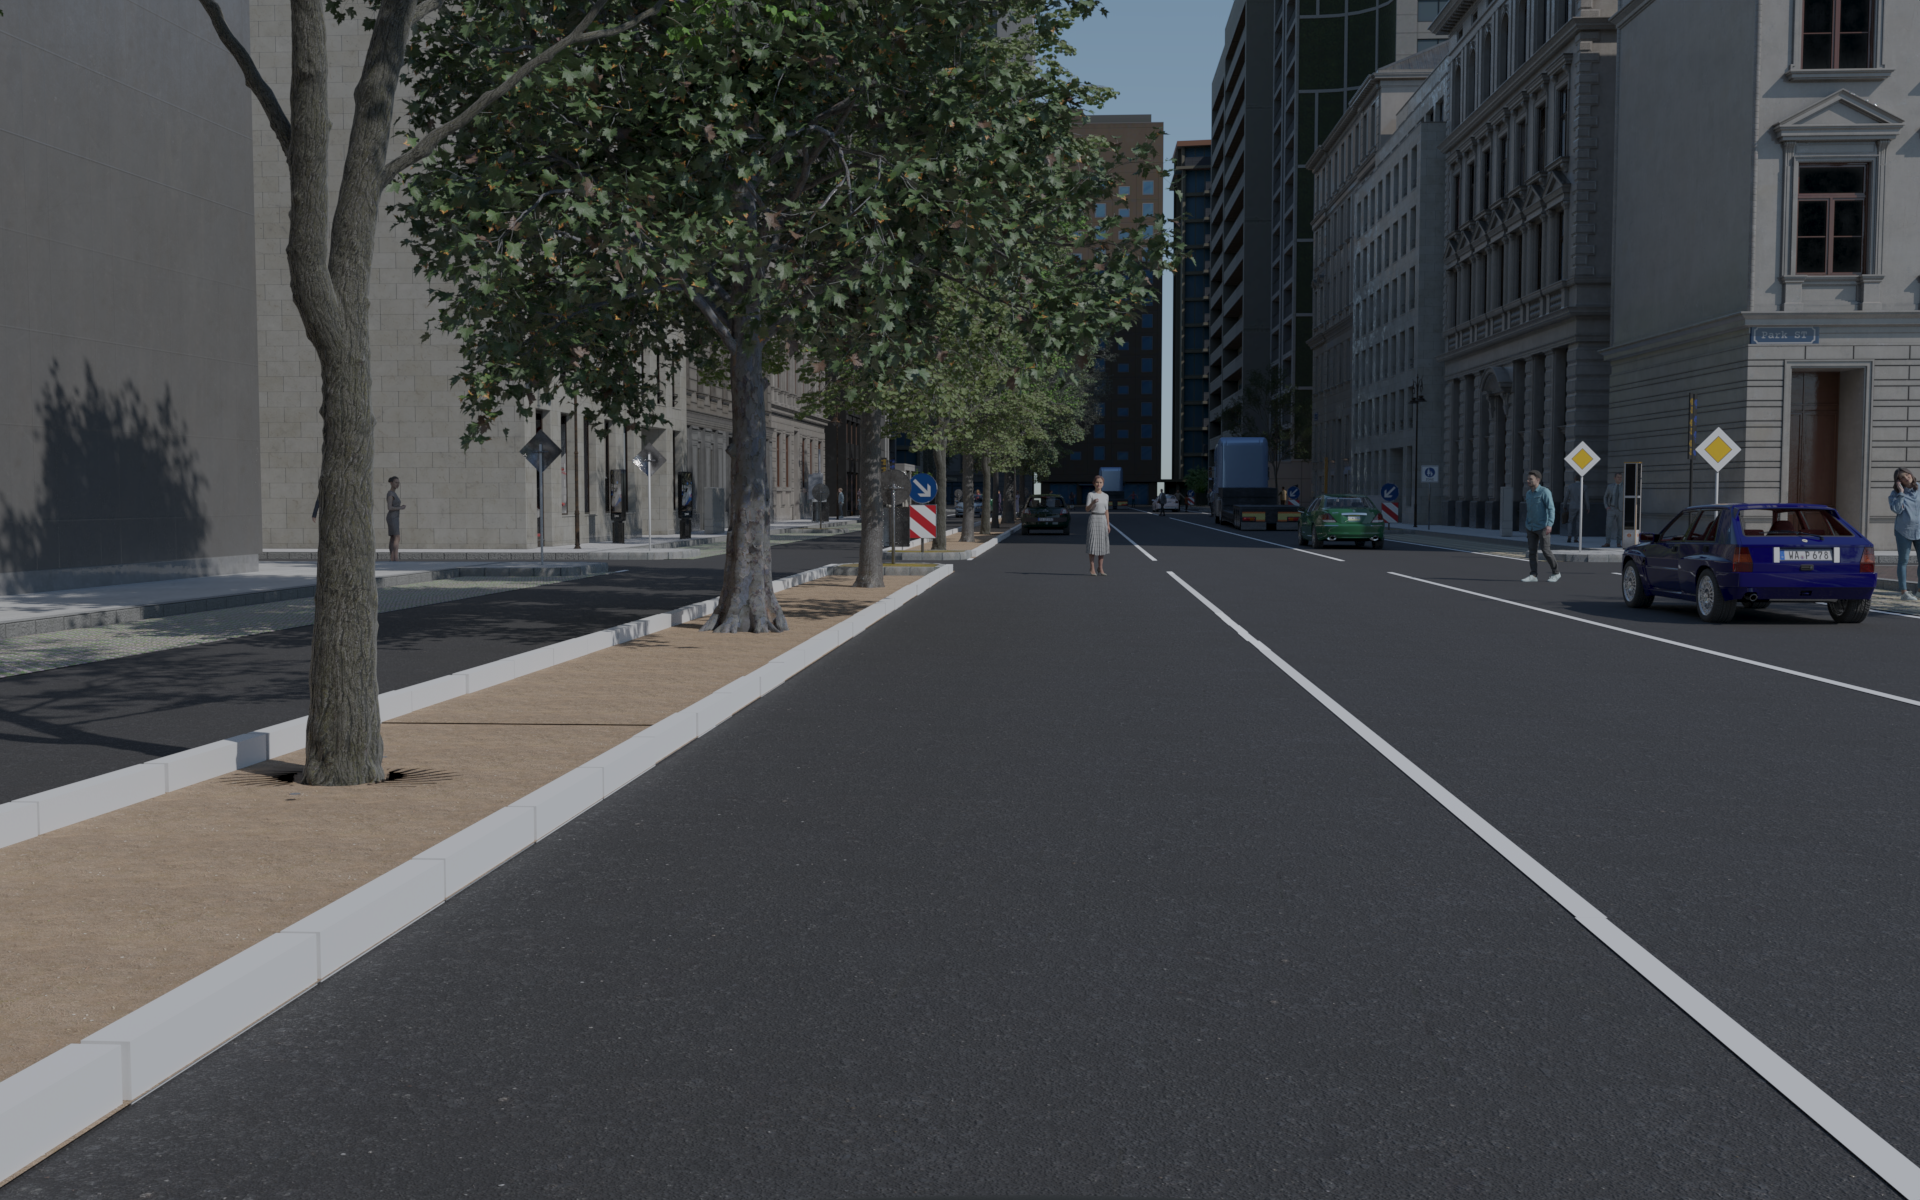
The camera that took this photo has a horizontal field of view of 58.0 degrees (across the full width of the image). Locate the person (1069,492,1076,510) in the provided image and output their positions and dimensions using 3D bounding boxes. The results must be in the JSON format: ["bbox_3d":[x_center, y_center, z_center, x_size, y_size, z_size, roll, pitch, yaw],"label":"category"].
[{"bbox_3d":[9.989,-8.793,153.737,0.593,1.643,0.415,-3,4,-36],"label":"person"}]

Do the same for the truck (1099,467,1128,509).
[{"bbox_3d":[14.788,-10.900,167.974,2.967,4.110,18.799,0,4,4],"label":"truck"}]

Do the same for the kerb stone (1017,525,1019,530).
[{"bbox_3d":[2.091,-2.707,66.460,0.120,0.150,1.000,0,4,4],"label":"kerb stone"}]

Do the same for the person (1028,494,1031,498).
[{"bbox_3d":[6.362,-8.795,155.526,0.991,1.433,0.599,3,5,40],"label":"person"}]

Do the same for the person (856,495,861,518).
[{"bbox_3d":[-5.255,-4.926,91.602,0.505,1.210,0.382,-3,5,-40],"label":"person"}]

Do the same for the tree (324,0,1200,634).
[{"bbox_3d":[-2.212,-6.022,17.923,9.611,12.733,9.660,0,3,0],"label":"tree"}]

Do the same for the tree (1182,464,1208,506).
[{"bbox_3d":[26.111,-12.609,189.862,4.285,4.588,4.351,0,3,0],"label":"tree"}]

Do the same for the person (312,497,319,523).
[{"bbox_3d":[-11.490,-1.539,31.633,0.534,1.772,0.576,3,4,36],"label":"person"}]

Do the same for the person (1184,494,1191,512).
[{"bbox_3d":[17.840,-7.607,136.133,0.557,1.426,1.065,-1,4,-19],"label":"person"}]

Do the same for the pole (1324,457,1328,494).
[{"bbox_3d":[20.292,-6.252,96.056,0.158,3.312,0.155,0,3,0],"label":"pole"}]

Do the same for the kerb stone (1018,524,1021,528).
[{"bbox_3d":[2.229,-2.829,68.500,0.120,0.150,1.000,0,4,4],"label":"kerb stone"}]

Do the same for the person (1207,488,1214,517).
[{"bbox_3d":[15.738,-6.094,108.316,0.473,1.802,0.592,-1,4,-20],"label":"person"}]

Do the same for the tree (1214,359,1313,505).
[{"bbox_3d":[21.853,-11.288,118.978,8.767,10.594,7.601,0,4,1],"label":"tree"}]

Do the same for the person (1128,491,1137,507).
[{"bbox_3d":[18.604,-10.820,186.123,1.217,1.743,0.721,2,4,26],"label":"person"}]

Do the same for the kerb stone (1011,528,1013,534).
[{"bbox_3d":[1.688,-2.332,60.330,0.120,0.150,1.000,0,4,4],"label":"kerb stone"}]

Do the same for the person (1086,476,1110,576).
[{"bbox_3d":[2.441,-1.301,30.341,0.480,1.755,0.524,-2,4,-27],"label":"person"}]

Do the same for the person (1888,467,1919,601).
[{"bbox_3d":[12.795,-0.887,23.262,0.793,1.790,0.793,-2,4,-24],"label":"person"}]

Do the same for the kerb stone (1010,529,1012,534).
[{"bbox_3d":[1.631,-2.270,59.307,0.120,0.150,1.000,0,4,4],"label":"kerb stone"}]

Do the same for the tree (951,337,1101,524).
[{"bbox_3d":[2.313,-10.677,83.680,9.857,13.997,8.962,0,3,0],"label":"tree"}]

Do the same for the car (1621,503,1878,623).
[{"bbox_3d":[9.240,-0.491,20.614,1.945,1.354,3.894,0,4,2],"label":"car"}]

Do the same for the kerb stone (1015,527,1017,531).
[{"bbox_3d":[1.899,-2.517,63.390,0.120,0.150,1.000,0,4,4],"label":"kerb stone"}]

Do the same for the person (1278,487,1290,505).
[{"bbox_3d":[22.471,-6.999,120.567,1.348,1.812,0.705,-2,4,-29],"label":"person"}]

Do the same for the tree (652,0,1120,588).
[{"bbox_3d":[-1.448,-6.480,26.528,7.486,12.596,7.792,0,3,0],"label":"tree"}]

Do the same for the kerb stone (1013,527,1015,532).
[{"bbox_3d":[1.830,-2.457,62.370,0.120,0.150,1.000,0,4,4],"label":"kerb stone"}]

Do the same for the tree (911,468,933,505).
[{"bbox_3d":[-2.505,-8.909,140.269,1.663,3.219,1.824,0,3,0],"label":"tree"}]

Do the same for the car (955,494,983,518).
[{"bbox_3d":[0.738,-5.710,105.355,2.014,1.417,4.499,0,4,6],"label":"car"}]

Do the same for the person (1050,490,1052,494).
[{"bbox_3d":[7.882,-8.462,147.387,0.750,1.759,0.617,-1,4,-10],"label":"person"}]

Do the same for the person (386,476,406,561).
[{"bbox_3d":[-11.006,-1.527,33.808,0.374,1.781,0.599,-1,4,-13],"label":"person"}]

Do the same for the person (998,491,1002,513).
[{"bbox_3d":[2.879,-7.256,128.050,0.530,1.710,0.541,1,4,11],"label":"person"}]

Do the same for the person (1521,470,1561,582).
[{"bbox_3d":[9.527,-1.212,28.340,0.620,1.820,0.660,-2,4,-26],"label":"person"}]

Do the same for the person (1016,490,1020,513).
[{"bbox_3d":[4.187,-7.091,125.113,0.551,1.740,0.621,0,4,-7],"label":"person"}]

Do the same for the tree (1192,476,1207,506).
[{"bbox_3d":[25.162,-11.389,180.806,1.663,3.219,1.824,0,3,0],"label":"tree"}]

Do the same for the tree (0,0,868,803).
[{"bbox_3d":[-2.965,-4.888,8.132,9.928,11.665,9.643,0,3,0],"label":"tree"}]

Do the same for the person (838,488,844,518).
[{"bbox_3d":[-6.499,-5.289,94.330,0.330,1.601,0.589,0,4,-5],"label":"person"}]

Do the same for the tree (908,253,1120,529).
[{"bbox_3d":[1.489,-9.699,71.400,12.009,13.543,11.850,0,3,0],"label":"tree"}]

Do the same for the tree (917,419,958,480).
[{"bbox_3d":[-1.836,-13.010,163.082,4.360,8.622,3.978,0,3,0],"label":"tree"}]

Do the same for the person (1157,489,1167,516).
[{"bbox_3d":[13.004,-6.298,111.866,0.834,1.777,0.661,-3,5,-44],"label":"person"}]

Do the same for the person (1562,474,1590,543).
[{"bbox_3d":[16.300,-2.427,45.843,0.709,1.813,0.853,1,4,22],"label":"person"}]

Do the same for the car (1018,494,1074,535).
[{"bbox_3d":[3.069,-3.178,61.741,2.009,1.686,4.222,0,4,3],"label":"car"}]

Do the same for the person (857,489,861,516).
[{"bbox_3d":[-5.578,-5.704,99.886,0.643,1.750,0.593,3,4,36],"label":"person"}]

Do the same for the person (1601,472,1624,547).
[{"bbox_3d":[15.835,-2.179,41.777,0.635,1.810,0.391,1,4,23],"label":"person"}]

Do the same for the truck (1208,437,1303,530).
[{"bbox_3d":[12.904,-5.301,76.425,2.967,4.110,18.799,0,4,5],"label":"truck"}]

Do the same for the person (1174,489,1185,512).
[{"bbox_3d":[17.724,-8.097,140.892,1.348,1.823,0.705,1,4,14],"label":"person"}]

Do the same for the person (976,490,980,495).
[{"bbox_3d":[1.212,-7.034,124.220,1.217,1.743,0.721,3,5,39],"label":"person"}]

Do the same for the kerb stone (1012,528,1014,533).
[{"bbox_3d":[1.750,-2.395,61.351,0.120,0.150,1.000,0,4,4],"label":"kerb stone"}]
